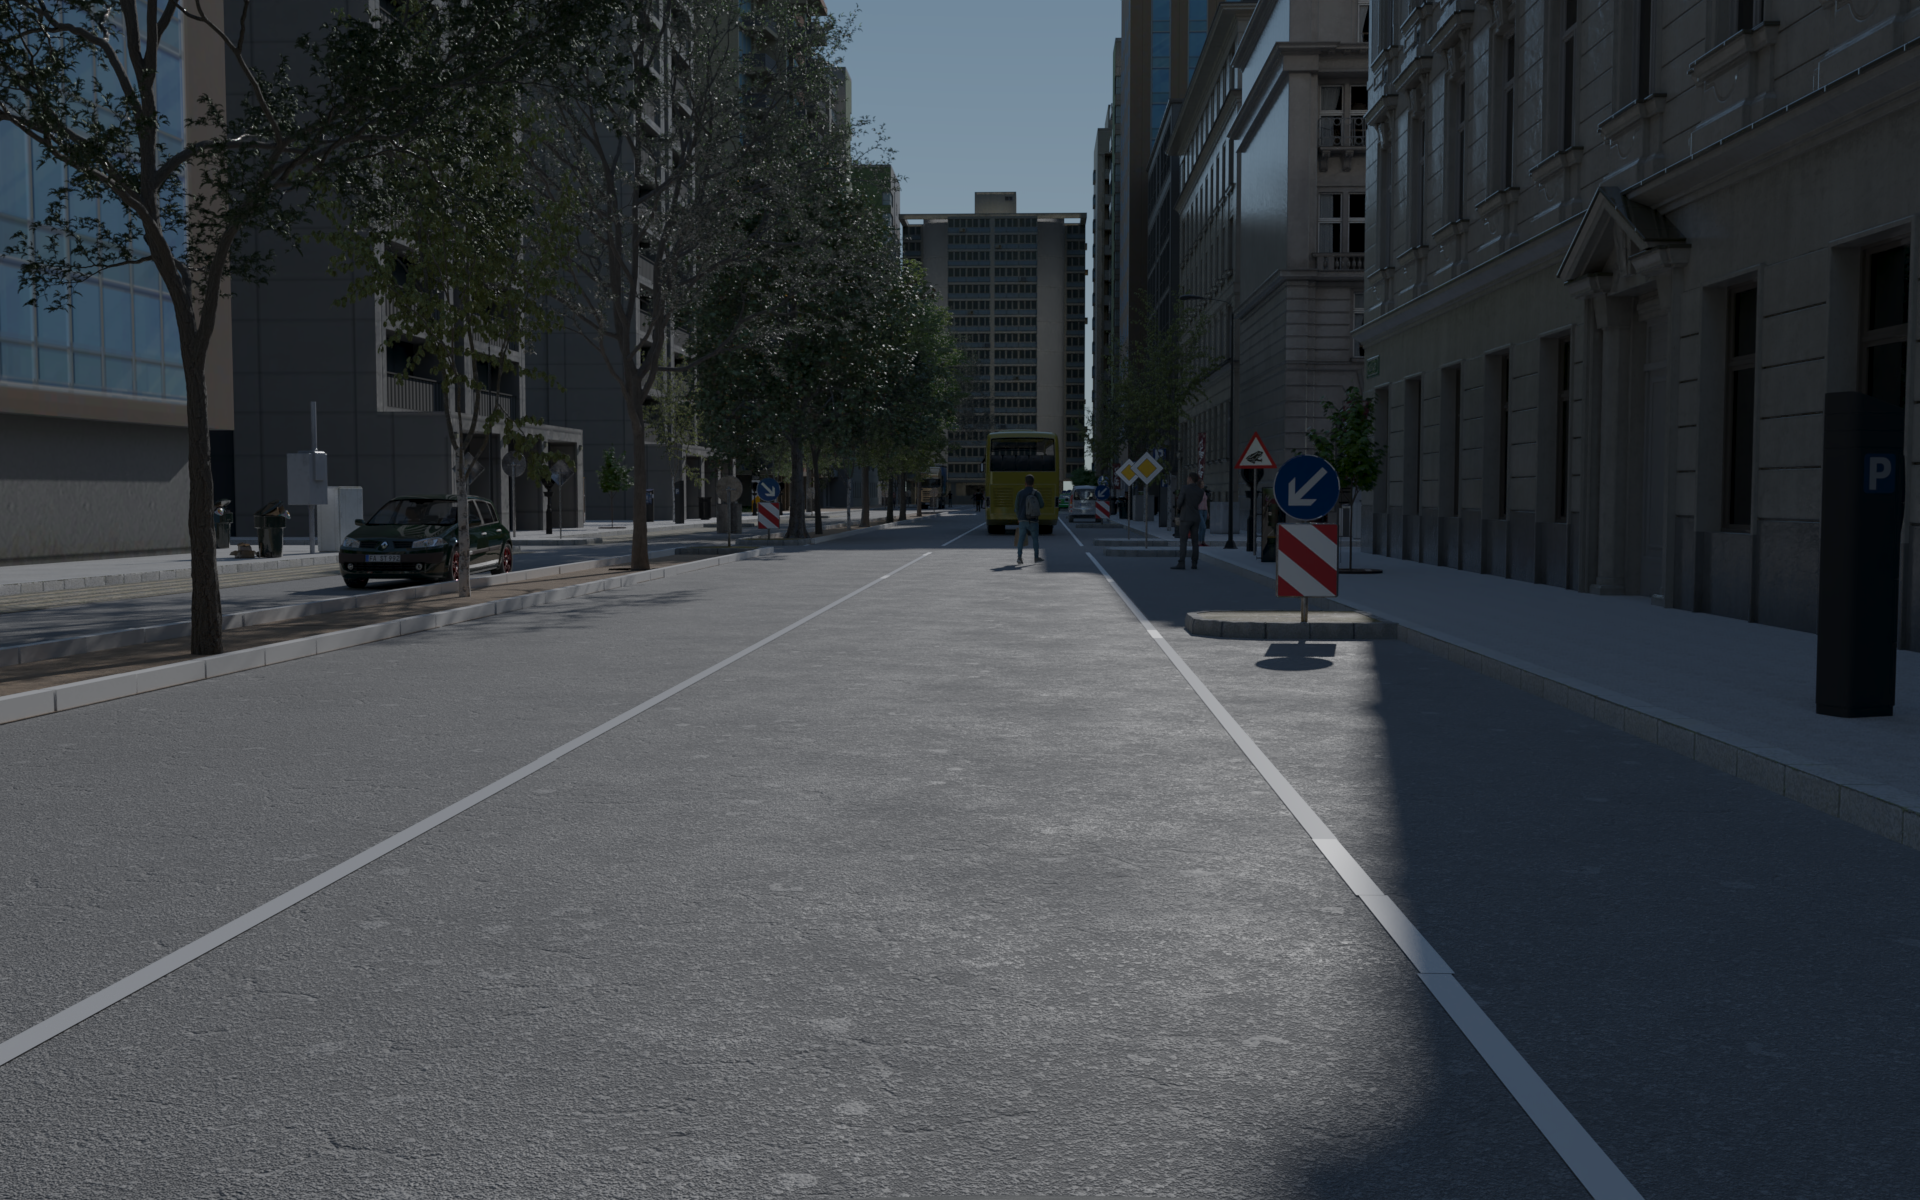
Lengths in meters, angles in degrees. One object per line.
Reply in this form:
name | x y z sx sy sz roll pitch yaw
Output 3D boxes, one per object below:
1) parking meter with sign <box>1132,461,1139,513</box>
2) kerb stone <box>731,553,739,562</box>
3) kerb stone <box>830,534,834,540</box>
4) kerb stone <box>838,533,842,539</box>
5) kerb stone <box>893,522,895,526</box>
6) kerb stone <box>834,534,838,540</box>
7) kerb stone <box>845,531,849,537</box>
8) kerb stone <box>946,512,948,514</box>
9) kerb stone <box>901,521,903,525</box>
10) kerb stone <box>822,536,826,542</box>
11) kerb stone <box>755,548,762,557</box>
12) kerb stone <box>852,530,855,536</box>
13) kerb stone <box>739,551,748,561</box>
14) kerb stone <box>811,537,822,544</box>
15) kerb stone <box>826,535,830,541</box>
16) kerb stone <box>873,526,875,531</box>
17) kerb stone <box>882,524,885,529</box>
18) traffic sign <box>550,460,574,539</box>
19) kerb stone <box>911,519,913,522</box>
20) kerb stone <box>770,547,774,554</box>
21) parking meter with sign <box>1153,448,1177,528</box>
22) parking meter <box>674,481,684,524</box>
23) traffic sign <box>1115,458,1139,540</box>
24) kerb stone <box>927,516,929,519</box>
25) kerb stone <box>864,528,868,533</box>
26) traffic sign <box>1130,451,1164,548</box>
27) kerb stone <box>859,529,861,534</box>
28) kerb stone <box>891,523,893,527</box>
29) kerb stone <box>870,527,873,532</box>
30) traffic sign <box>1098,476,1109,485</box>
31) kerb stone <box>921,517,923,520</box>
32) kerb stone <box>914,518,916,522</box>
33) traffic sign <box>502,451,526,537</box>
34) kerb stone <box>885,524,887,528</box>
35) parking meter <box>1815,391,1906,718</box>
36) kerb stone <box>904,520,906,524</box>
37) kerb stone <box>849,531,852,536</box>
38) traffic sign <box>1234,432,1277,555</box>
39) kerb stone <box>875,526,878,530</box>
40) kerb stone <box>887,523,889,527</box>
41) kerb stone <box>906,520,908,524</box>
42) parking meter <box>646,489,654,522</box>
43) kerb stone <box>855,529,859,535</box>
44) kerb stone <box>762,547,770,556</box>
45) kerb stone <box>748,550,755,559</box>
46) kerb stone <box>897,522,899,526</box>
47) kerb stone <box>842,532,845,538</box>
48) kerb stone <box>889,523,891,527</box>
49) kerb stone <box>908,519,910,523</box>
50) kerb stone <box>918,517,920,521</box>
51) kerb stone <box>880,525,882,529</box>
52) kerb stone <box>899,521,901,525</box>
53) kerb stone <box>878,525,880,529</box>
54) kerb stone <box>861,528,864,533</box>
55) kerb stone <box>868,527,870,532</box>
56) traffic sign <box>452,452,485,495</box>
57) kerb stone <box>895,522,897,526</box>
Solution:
parking meter with sign | 9.428 -5.939 93.370 0.543 3.016 1.738 1 4 8
kerb stone | -4.839 -0.869 36.435 0.120 0.150 1.000 0 4 3
kerb stone | -4.074 -1.901 53.363 0.120 0.150 1.000 0 4 3
kerb stone | -3.980 -2.032 55.413 0.120 0.150 1.000 0 4 3
kerb stone | -3.049 -3.283 75.910 0.120 0.150 1.000 0 4 3
kerb stone | -4.026 -1.967 54.387 0.120 0.150 1.000 0 4 3
kerb stone | -3.882 -2.154 57.455 0.120 0.150 1.000 0 4 3
kerb stone | -1.088 -5.918 118.958 0.120 0.150 1.000 0 4 3
kerb stone | -2.870 -3.536 80.003 0.120 0.150 1.000 0 4 3
kerb stone | -4.169 -1.780 51.305 0.120 0.150 1.000 0 4 3
kerb stone | -4.706 -1.055 39.506 0.120 0.150 1.000 0 4 3
kerb stone | -3.793 -2.282 59.508 0.120 0.150 1.000 0 4 3
kerb stone | -4.791 -0.934 37.460 0.120 0.150 1.000 0 4 3
kerb stone | -4.201 -1.717 50.282 0.120 0.150 1.000 0 4 3
kerb stone | -4.120 -1.843 52.328 0.120 0.150 1.000 0 4 3
kerb stone | -3.466 -2.722 66.693 0.120 0.150 1.000 0 4 3
kerb stone | -3.277 -2.972 70.795 0.120 0.150 1.000 0 4 3
traffic sign | -11.422 -2.805 49.507 0.795 2.450 0.064 0 4 3
kerb stone | -2.582 -3.911 86.148 0.120 0.150 1.000 0 4 3
kerb stone | -4.609 -1.184 41.553 0.120 0.150 1.000 0 4 3
parking meter with sign | 8.094 -4.328 67.029 0.543 3.016 1.738 2 4 32
parking meter | -12.109 -4.220 74.713 0.399 1.863 0.255 3 4 38
traffic sign | 4.755 -2.759 48.753 0.795 2.450 0.064 0 4 3
kerb stone | -2.021 -4.665 98.467 0.120 0.150 1.000 0 4 3
kerb stone | -3.600 -2.534 63.625 0.120 0.150 1.000 0 4 3
traffic sign | 4.392 -2.271 40.776 0.795 2.450 0.064 0 4 3
kerb stone | -3.702 -2.407 61.555 0.120 0.150 1.000 0 4 3
kerb stone | -3.099 -3.222 74.889 0.120 0.150 1.000 0 4 3
kerb stone | -3.505 -2.659 65.670 0.120 0.150 1.000 0 4 3
traffic sign | 9.951 -7.351 120.293 0.768 2.556 0.104 0 4 5
kerb stone | -2.249 -4.351 93.326 0.120 0.150 1.000 0 4 3
kerb stone | -2.488 -4.037 88.204 0.120 0.150 1.000 0 4 3
traffic sign | -13.224 -3.132 51.321 0.768 2.556 0.104 1 4 9
kerb stone | -3.237 -3.032 71.823 0.120 0.150 1.000 0 4 3
parking meter | 5.213 -0.264 10.021 0.399 1.863 0.255 -1 4 -18
kerb stone | -2.769 -3.661 82.053 0.120 0.150 1.000 0 4 3
kerb stone | -3.842 -2.219 58.481 0.120 0.150 1.000 0 4 3
traffic sign | 6.159 -2.209 36.115 0.884 2.594 0.081 1 4 11
kerb stone | -3.414 -2.781 67.720 0.120 0.150 1.000 0 4 3
kerb stone | -3.187 -3.090 72.844 0.120 0.150 1.000 0 4 3
kerb stone | -2.725 -3.721 83.075 0.120 0.150 1.000 0 4 3
parking meter | -14.232 -4.344 79.430 0.372 1.533 0.369 0 3 0
kerb stone | -3.747 -2.342 60.534 0.120 0.150 1.000 0 4 3
kerb stone | -4.653 -1.121 40.532 0.120 0.150 1.000 0 4 3
kerb stone | -4.753 -0.992 38.481 0.120 0.150 1.000 0 4 3
kerb stone | -2.948 -3.410 77.952 0.120 0.150 1.000 0 4 3
kerb stone | -3.930 -2.085 56.434 0.120 0.150 1.000 0 4 3
kerb stone | -3.142 -3.160 73.868 0.120 0.150 1.000 0 4 3
kerb stone | -2.670 -3.786 84.096 0.120 0.150 1.000 0 4 3
kerb stone | -2.344 -4.225 91.279 0.120 0.150 1.000 0 4 3
kerb stone | -3.329 -2.910 69.767 0.120 0.150 1.000 0 4 3
kerb stone | -2.900 -3.473 78.973 0.120 0.150 1.000 0 4 3
kerb stone | -3.380 -2.847 68.741 0.120 0.150 1.000 0 4 3
kerb stone | -3.656 -2.471 62.589 0.120 0.150 1.000 0 4 3
kerb stone | -3.556 -2.596 64.647 0.120 0.150 1.000 0 4 3
traffic sign | -11.785 -2.317 41.530 0.795 2.450 0.064 0 4 3
kerb stone | -2.999 -3.348 76.931 0.120 0.150 1.000 0 4 3
